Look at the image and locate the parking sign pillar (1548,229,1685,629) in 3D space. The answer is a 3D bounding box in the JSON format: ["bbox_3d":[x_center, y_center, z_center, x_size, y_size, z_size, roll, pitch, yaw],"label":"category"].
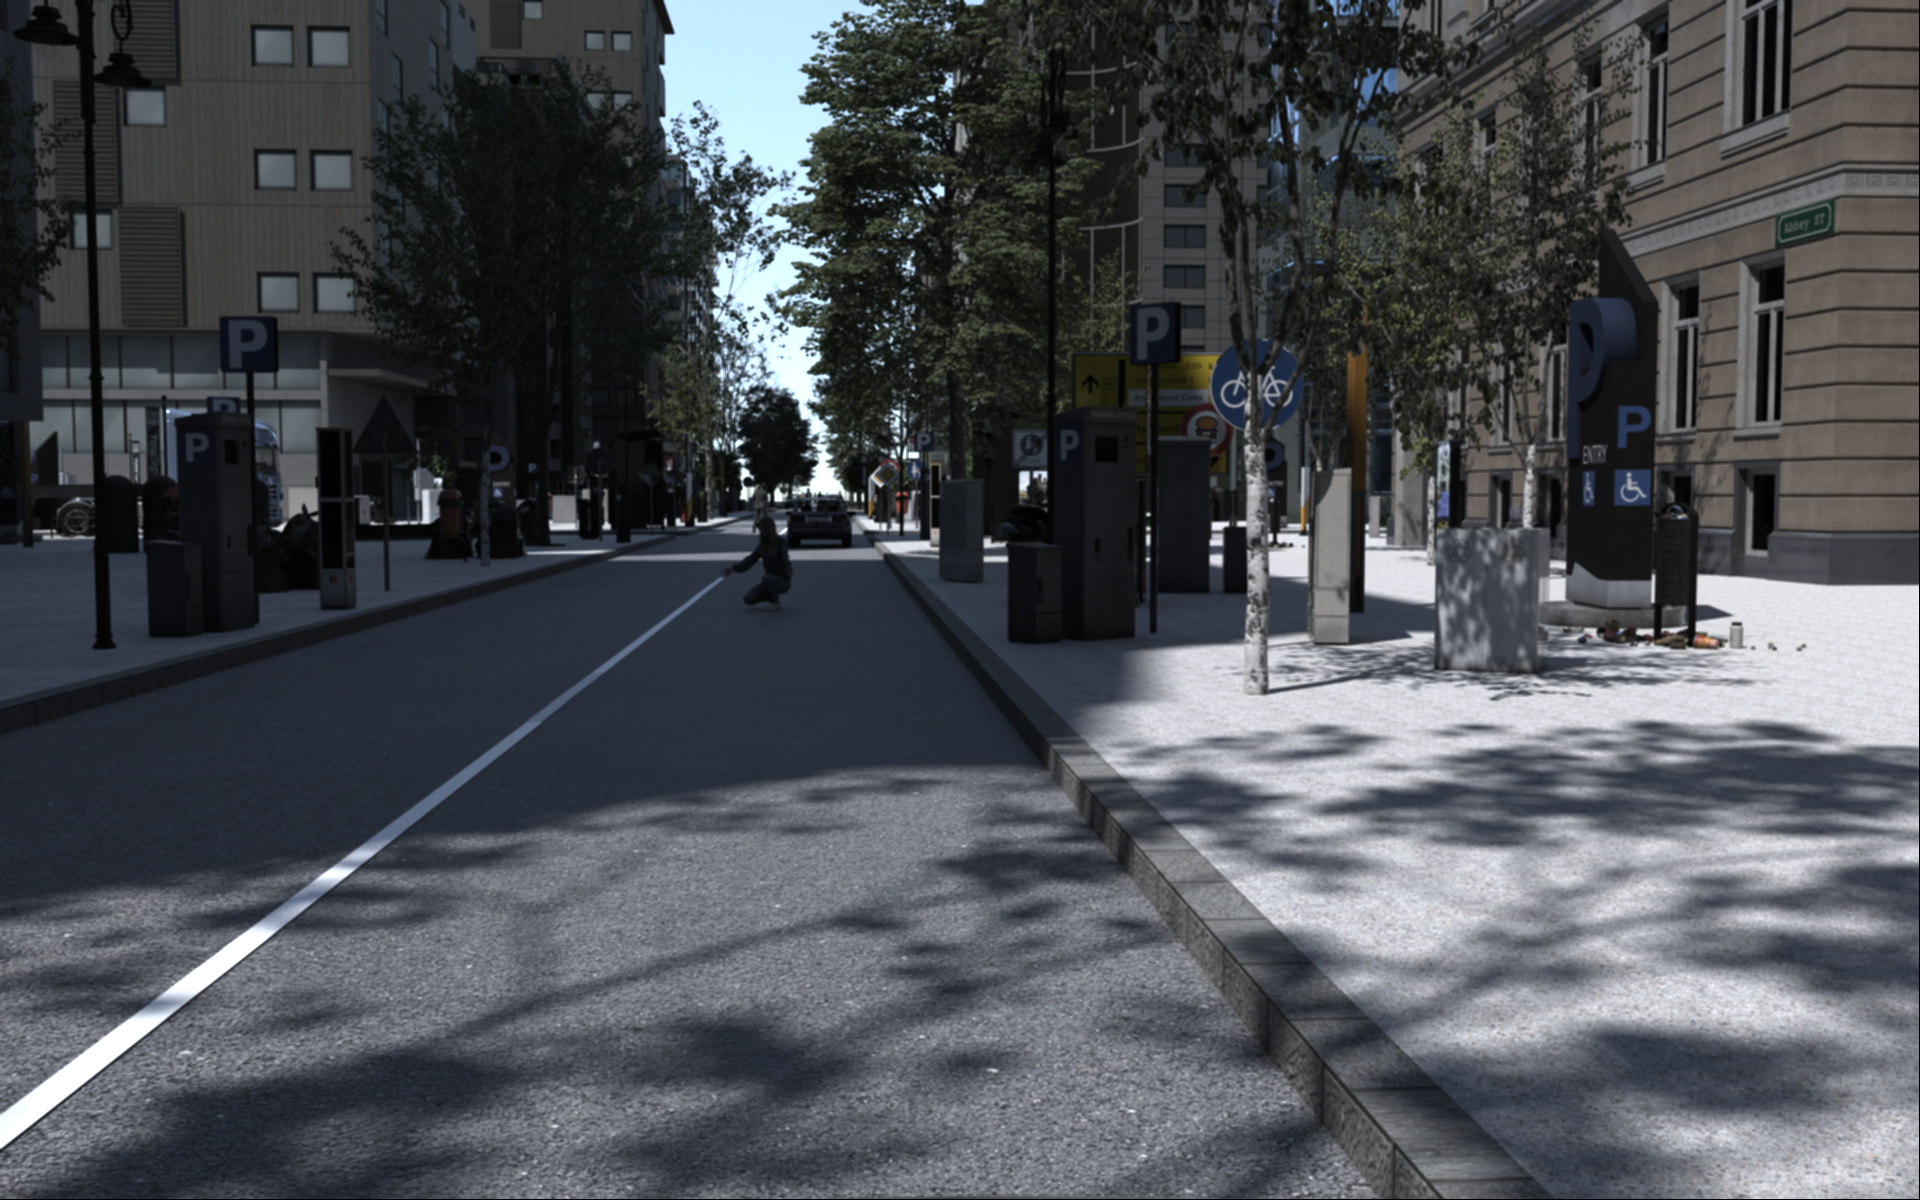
[{"bbox_3d":[6.411,-1.749,17.066,1.447,3.967,1.447,0,4,2],"label":"parking sign pillar"}]

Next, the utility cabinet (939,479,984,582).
[{"bbox_3d":[0.003,-1.028,25.488,0.318,1.500,1.173,-1,4,-19],"label":"utility cabinet"}]

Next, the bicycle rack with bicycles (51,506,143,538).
[{"bbox_3d":[-25.545,-2.316,51.251,2.925,0.926,2.852,1,4,11],"label":"bicycle rack with bicycles"}]

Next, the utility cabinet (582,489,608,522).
[{"bbox_3d":[-16.780,-4.349,79.785,1.173,1.500,0.318,0,3,0],"label":"utility cabinet"}]

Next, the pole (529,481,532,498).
[{"bbox_3d":[-27.478,-7.158,110.880,0.158,3.312,0.155,0,3,0],"label":"pole"}]

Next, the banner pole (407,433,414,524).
[{"bbox_3d":[-22.445,-4.936,70.717,0.401,3.779,0.863,0,4,4],"label":"banner pole"}]

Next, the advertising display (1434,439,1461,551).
[{"bbox_3d":[5.868,-0.959,20.887,0.123,1.923,0.974,0,4,5],"label":"advertising display"}]

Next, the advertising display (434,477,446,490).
[{"bbox_3d":[-19.516,-3.630,64.572,0.974,1.923,0.123,3,4,37],"label":"advertising display"}]

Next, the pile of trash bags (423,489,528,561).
[{"bbox_3d":[-9.746,-1.508,34.404,1.912,1.369,3.447,0,4,-3],"label":"pile of trash bags"}]

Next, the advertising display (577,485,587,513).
[{"bbox_3d":[-25.944,-6.986,119.432,0.974,1.923,0.123,-1,4,-17],"label":"advertising display"}]

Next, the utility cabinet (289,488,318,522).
[{"bbox_3d":[-24.769,-3.481,65.594,1.173,1.500,0.318,0,4,1],"label":"utility cabinet"}]

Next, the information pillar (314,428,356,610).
[{"bbox_3d":[-6.946,-0.906,19.297,0.304,2.012,0.304,0,4,1],"label":"information pillar"}]

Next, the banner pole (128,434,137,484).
[{"bbox_3d":[-34.088,-4.985,71.524,0.863,3.779,0.401,2,4,33],"label":"banner pole"}]

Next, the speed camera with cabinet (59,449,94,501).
[{"bbox_3d":[-38.468,-4.972,75.632,2.038,3.252,0.660,1,4,11],"label":"speed camera with cabinet"}]

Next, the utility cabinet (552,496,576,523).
[{"bbox_3d":[-17.306,-3.950,75.746,1.020,1.237,0.306,-1,4,-12],"label":"utility cabinet"}]

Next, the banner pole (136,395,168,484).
[{"bbox_3d":[-20.249,-3.289,43.792,0.401,3.779,0.863,1,4,19],"label":"banner pole"}]

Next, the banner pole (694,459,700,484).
[{"bbox_3d":[-17.367,-7.633,114.812,0.863,3.779,0.401,0,4,6],"label":"banner pole"}]

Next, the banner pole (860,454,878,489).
[{"bbox_3d":[-5.164,-6.471,95.810,0.863,3.779,0.401,-3,4,-36],"label":"banner pole"}]

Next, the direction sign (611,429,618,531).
[{"bbox_3d":[-12.044,-4.192,60.542,0.379,3.537,0.876,-1,4,-20],"label":"direction sign"}]

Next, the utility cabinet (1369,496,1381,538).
[{"bbox_3d":[12.190,-2.436,50.985,0.306,1.237,1.020,1,4,11],"label":"utility cabinet"}]

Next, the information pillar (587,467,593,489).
[{"bbox_3d":[-20.222,-6.319,94.665,0.504,3.616,0.183,3,5,45],"label":"information pillar"}]

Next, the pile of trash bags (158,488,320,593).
[{"bbox_3d":[-10.040,-0.857,23.760,3.447,1.369,1.912,3,5,40],"label":"pile of trash bags"}]

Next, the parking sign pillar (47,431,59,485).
[{"bbox_3d":[-38.987,-5.216,73.752,1.447,3.967,1.447,1,4,8],"label":"parking sign pillar"}]

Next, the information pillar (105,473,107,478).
[{"bbox_3d":[-29.983,-3.427,60.524,0.304,2.012,0.304,-3,5,-43],"label":"information pillar"}]

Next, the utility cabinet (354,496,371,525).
[{"bbox_3d":[-24.250,-3.588,69.828,0.306,1.237,1.020,2,4,29],"label":"utility cabinet"}]

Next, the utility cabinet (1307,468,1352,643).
[{"bbox_3d":[3.222,-0.399,15.198,0.318,1.500,1.173,1,4,9],"label":"utility cabinet"}]

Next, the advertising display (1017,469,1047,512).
[{"bbox_3d":[1.949,-2.399,44.430,0.974,1.923,0.123,1,4,22],"label":"advertising display"}]

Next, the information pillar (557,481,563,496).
[{"bbox_3d":[-22.328,-5.646,96.806,0.304,2.012,0.304,-1,4,-16],"label":"information pillar"}]

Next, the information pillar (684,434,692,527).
[{"bbox_3d":[-10.582,-4.659,67.523,0.183,3.616,0.504,1,4,13],"label":"information pillar"}]

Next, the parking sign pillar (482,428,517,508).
[{"bbox_3d":[-18.477,-4.948,69.370,1.447,3.967,1.447,0,4,-1],"label":"parking sign pillar"}]

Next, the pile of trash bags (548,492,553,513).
[{"bbox_3d":[-18.809,-3.840,72.538,3.447,1.369,1.912,-1,4,-8],"label":"pile of trash bags"}]

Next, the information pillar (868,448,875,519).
[{"bbox_3d":[-4.479,-5.900,87.821,0.183,3.616,0.504,2,4,29],"label":"information pillar"}]

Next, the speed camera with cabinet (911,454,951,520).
[{"bbox_3d":[-1.352,-5.534,84.823,2.038,3.252,0.660,0,4,-3],"label":"speed camera with cabinet"}]

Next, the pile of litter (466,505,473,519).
[{"bbox_3d":[-24.585,-4.508,87.678,1.719,0.858,1.176,2,4,23],"label":"pile of litter"}]

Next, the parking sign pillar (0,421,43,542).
[{"bbox_3d":[-25.406,-3.539,46.331,1.447,3.967,1.447,-1,4,-21],"label":"parking sign pillar"}]

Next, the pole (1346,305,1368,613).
[{"bbox_3d":[4.275,-1.520,18.699,0.158,3.312,0.155,0,3,0],"label":"pole"}]

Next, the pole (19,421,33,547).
[{"bbox_3d":[-22.490,-2.928,41.709,0.158,3.312,0.155,0,3,0],"label":"pole"}]

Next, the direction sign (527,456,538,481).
[{"bbox_3d":[-25.397,-6.807,103.298,0.876,3.537,0.379,1,4,11],"label":"direction sign"}]

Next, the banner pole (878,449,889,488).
[{"bbox_3d":[-4.187,-6.493,96.172,0.863,3.779,0.401,-1,4,-9],"label":"banner pole"}]

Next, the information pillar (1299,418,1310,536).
[{"bbox_3d":[10.658,-3.795,53.404,0.183,3.616,0.504,2,4,34],"label":"information pillar"}]

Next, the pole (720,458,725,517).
[{"bbox_3d":[-13.943,-6.574,101.324,0.158,3.312,0.155,0,3,0],"label":"pole"}]

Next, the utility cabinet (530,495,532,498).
[{"bbox_3d":[-25.434,-5.703,104.399,1.020,1.237,0.306,2,4,24],"label":"utility cabinet"}]

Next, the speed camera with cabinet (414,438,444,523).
[{"bbox_3d":[-18.719,-4.085,61.118,0.660,3.252,2.038,-2,4,-31],"label":"speed camera with cabinet"}]

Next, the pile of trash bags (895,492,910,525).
[{"bbox_3d":[-0.998,-3.802,71.916,3.447,1.369,1.912,-1,4,-10],"label":"pile of trash bags"}]

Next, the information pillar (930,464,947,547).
[{"bbox_3d":[-0.520,-2.287,41.892,0.304,2.012,0.304,2,4,31],"label":"information pillar"}]

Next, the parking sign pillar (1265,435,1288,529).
[{"bbox_3d":[11.520,-4.656,64.601,1.447,3.967,1.447,-1,4,-11],"label":"parking sign pillar"}]

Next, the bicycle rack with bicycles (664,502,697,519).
[{"bbox_3d":[-15.251,-4.772,91.406,2.925,0.926,2.852,3,5,41],"label":"bicycle rack with bicycles"}]

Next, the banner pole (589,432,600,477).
[{"bbox_3d":[-14.711,-4.873,69.697,0.863,3.779,0.401,3,5,42],"label":"banner pole"}]
